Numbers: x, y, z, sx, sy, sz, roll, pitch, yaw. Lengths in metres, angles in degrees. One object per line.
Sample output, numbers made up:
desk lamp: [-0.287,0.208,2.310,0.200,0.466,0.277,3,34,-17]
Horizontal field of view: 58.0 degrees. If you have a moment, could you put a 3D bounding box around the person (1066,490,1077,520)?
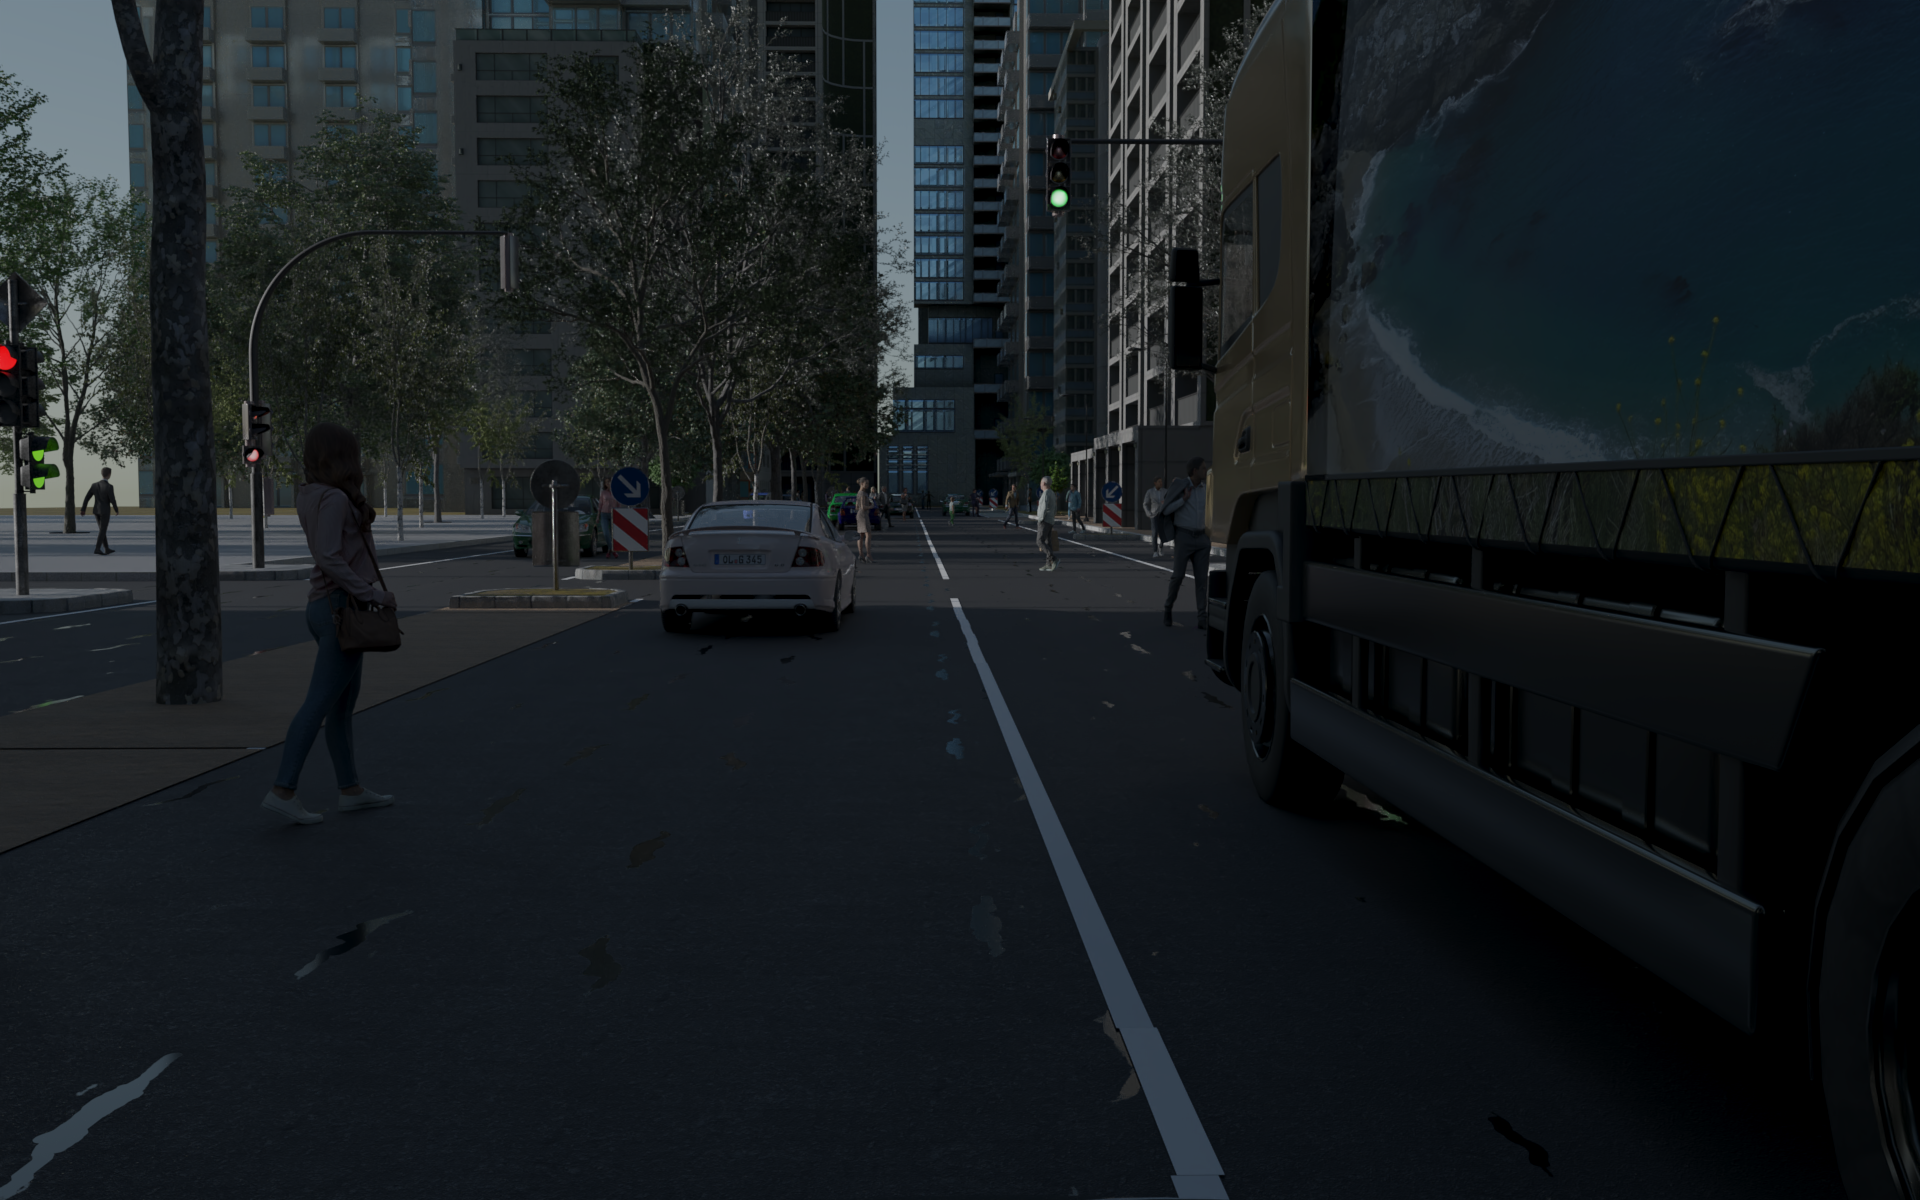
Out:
person: [5.641,-4.913,86.711,0.623,1.781,0.721,0,4,-8]

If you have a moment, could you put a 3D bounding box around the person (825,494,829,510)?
person: [-11.723,-8.781,152.993,0.530,1.710,0.541,1,4,23]

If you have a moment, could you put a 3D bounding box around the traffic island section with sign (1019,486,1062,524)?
traffic island section with sign: [3.834,-4.560,83.184,1.989,1.847,2.006,0,4,-2]

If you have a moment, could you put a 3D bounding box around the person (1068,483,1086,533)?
person: [4.303,-3.361,63.467,0.620,1.820,0.660,-2,4,-30]

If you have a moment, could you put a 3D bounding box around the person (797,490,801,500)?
person: [-14.274,-8.841,153.046,0.705,1.824,1.348,0,4,3]

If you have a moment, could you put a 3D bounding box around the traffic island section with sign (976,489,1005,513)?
traffic island section with sign: [2.409,-7.561,132.247,1.989,1.847,2.006,0,4,-2]

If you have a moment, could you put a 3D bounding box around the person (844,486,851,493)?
person: [-5.502,-4.592,83.761,0.592,1.802,0.473,-1,4,-23]

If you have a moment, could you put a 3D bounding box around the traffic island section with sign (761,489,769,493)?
traffic island section with sign: [-14.797,-7.531,131.760,1.989,1.847,2.006,0,4,-2]

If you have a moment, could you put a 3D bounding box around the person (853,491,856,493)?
person: [-9.127,-8.669,150.914,0.721,1.739,1.217,3,5,43]

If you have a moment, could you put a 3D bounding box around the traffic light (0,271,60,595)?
traffic light: [-11.908,-2.018,21.918,0.839,4.253,0.868,0,4,-2]

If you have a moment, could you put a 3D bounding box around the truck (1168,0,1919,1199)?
truck: [2.631,-0.959,4.588,2.839,4.237,11.283,0,4,-1]

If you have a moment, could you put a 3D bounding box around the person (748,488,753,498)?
person: [-13.324,-6.263,110.912,0.705,1.823,1.348,1,4,10]

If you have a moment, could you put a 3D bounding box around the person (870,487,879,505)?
person: [-4.296,-4.797,87.118,0.537,1.800,0.526,0,4,-2]

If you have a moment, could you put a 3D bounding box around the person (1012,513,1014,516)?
person: [3.483,-6.218,113.392,0.421,1.427,0.697,-1,4,-23]

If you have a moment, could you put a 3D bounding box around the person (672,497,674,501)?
person: [-11.995,-3.840,71.464,0.526,1.800,0.537,2,4,23]

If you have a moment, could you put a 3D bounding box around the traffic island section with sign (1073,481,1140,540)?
traffic island section with sign: [4.640,-2.844,55.123,1.989,1.847,2.006,0,4,-2]

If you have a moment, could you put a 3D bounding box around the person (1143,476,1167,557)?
person: [4.504,-1.906,39.514,0.661,1.843,0.795,0,4,-2]

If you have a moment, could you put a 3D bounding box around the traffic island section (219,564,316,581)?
traffic island section: [-12.180,-0.474,30.034,2.009,0.180,2.903,0,4,-2]

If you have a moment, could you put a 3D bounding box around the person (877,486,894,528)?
person: [-3.188,-3.975,73.881,0.834,1.777,0.661,3,5,41]

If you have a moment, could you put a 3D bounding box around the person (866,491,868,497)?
person: [-9.308,-9.900,171.301,0.436,1.711,0.756,0,4,-8]

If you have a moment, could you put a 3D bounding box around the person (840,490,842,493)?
person: [-9.164,-7.597,133.638,0.541,1.710,0.530,1,4,10]

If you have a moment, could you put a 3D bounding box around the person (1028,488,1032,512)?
person: [4.818,-6.967,120.664,0.721,1.735,1.217,0,3,0]

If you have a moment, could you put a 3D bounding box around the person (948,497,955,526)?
person: [-0.376,-3.999,78.134,0.306,1.304,0.590,2,4,34]

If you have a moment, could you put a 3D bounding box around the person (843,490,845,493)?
person: [-10.938,-9.506,164.063,1.348,1.807,0.705,3,4,36]

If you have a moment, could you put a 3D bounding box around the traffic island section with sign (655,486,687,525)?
traffic island section with sign: [-13.357,-4.494,82.106,1.989,1.847,2.006,0,4,-2]

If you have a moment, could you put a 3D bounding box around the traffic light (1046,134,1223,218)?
traffic light: [3.457,-2.909,22.236,4.771,5.953,1.251,0,4,-2]

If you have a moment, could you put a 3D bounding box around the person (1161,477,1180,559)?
person: [4.789,-1.829,38.586,0.590,1.801,0.661,-2,4,-33]

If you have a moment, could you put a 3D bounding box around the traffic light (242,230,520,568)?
traffic light: [-10.051,-3.384,29.996,4.771,5.953,1.251,0,4,-2]

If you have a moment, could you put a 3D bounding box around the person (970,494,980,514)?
person: [1.038,-6.791,122.774,0.697,1.427,0.421,0,4,1]

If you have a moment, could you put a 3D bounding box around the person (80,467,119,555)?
person: [-18.014,-1.875,36.480,0.659,1.850,0.755,1,4,15]

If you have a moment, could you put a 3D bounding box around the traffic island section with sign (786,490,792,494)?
traffic island section with sign: [-15.586,-9.193,158.934,1.989,1.847,2.006,0,4,-2]

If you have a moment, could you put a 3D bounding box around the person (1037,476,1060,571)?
person: [1.690,-1.438,32.502,0.515,1.767,0.782,1,4,16]

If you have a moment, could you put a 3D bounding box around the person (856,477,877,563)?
person: [-1.970,-1.676,36.249,0.374,1.781,0.599,-1,4,-17]

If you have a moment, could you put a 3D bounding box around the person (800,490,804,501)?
person: [-16.210,-10.424,179.030,0.705,1.812,1.348,-2,4,-35]

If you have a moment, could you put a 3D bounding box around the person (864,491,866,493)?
person: [-7.928,-8.342,145.415,0.721,1.766,1.217,-2,4,-31]

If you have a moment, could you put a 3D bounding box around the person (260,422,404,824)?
person: [-2.822,0.085,7.694,0.643,1.750,0.593,-2,4,-35]

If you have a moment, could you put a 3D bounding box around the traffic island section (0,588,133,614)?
traffic island section: [-11.948,0.014,22.052,2.009,0.180,2.903,0,4,-2]

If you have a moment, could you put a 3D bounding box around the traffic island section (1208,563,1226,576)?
traffic island section: [5.354,-0.505,30.535,2.009,0.180,2.903,0,4,-2]

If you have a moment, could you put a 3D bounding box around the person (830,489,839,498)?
person: [-8.549,-6.795,119.581,1.348,1.826,0.705,2,4,25]

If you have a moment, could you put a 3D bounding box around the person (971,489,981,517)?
person: [1.035,-6.090,108.519,0.683,1.767,0.568,-3,5,-40]

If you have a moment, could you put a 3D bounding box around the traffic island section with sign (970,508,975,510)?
traffic island section with sign: [1.635,-9.209,159.191,1.989,1.847,2.006,0,4,-2]

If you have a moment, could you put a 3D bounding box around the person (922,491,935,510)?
person: [-2.857,-9.153,158.870,1.217,1.735,0.721,0,4,0]

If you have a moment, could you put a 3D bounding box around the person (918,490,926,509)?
person: [-3.528,-9.498,163.877,0.705,1.814,1.350,-2,4,-28]

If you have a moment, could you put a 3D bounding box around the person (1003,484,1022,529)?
person: [2.145,-3.846,71.294,0.836,1.842,0.656,2,4,26]

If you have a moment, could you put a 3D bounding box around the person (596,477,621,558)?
person: [-7.835,-1.841,38.607,0.555,1.821,0.388,-1,4,-13]

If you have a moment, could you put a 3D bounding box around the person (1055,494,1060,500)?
person: [6.404,-6.795,117.133,0.705,1.826,1.348,-2,4,-30]

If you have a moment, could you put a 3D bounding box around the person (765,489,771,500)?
person: [-8.486,-4.253,78.317,0.678,1.792,0.850,0,4,-7]

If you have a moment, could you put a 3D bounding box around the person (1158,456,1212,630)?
person: [2.425,-0.606,18.507,0.679,1.850,0.850,-1,4,-23]

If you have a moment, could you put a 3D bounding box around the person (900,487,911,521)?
person: [-2.882,-5.034,91.170,0.532,1.782,0.716,2,4,35]
